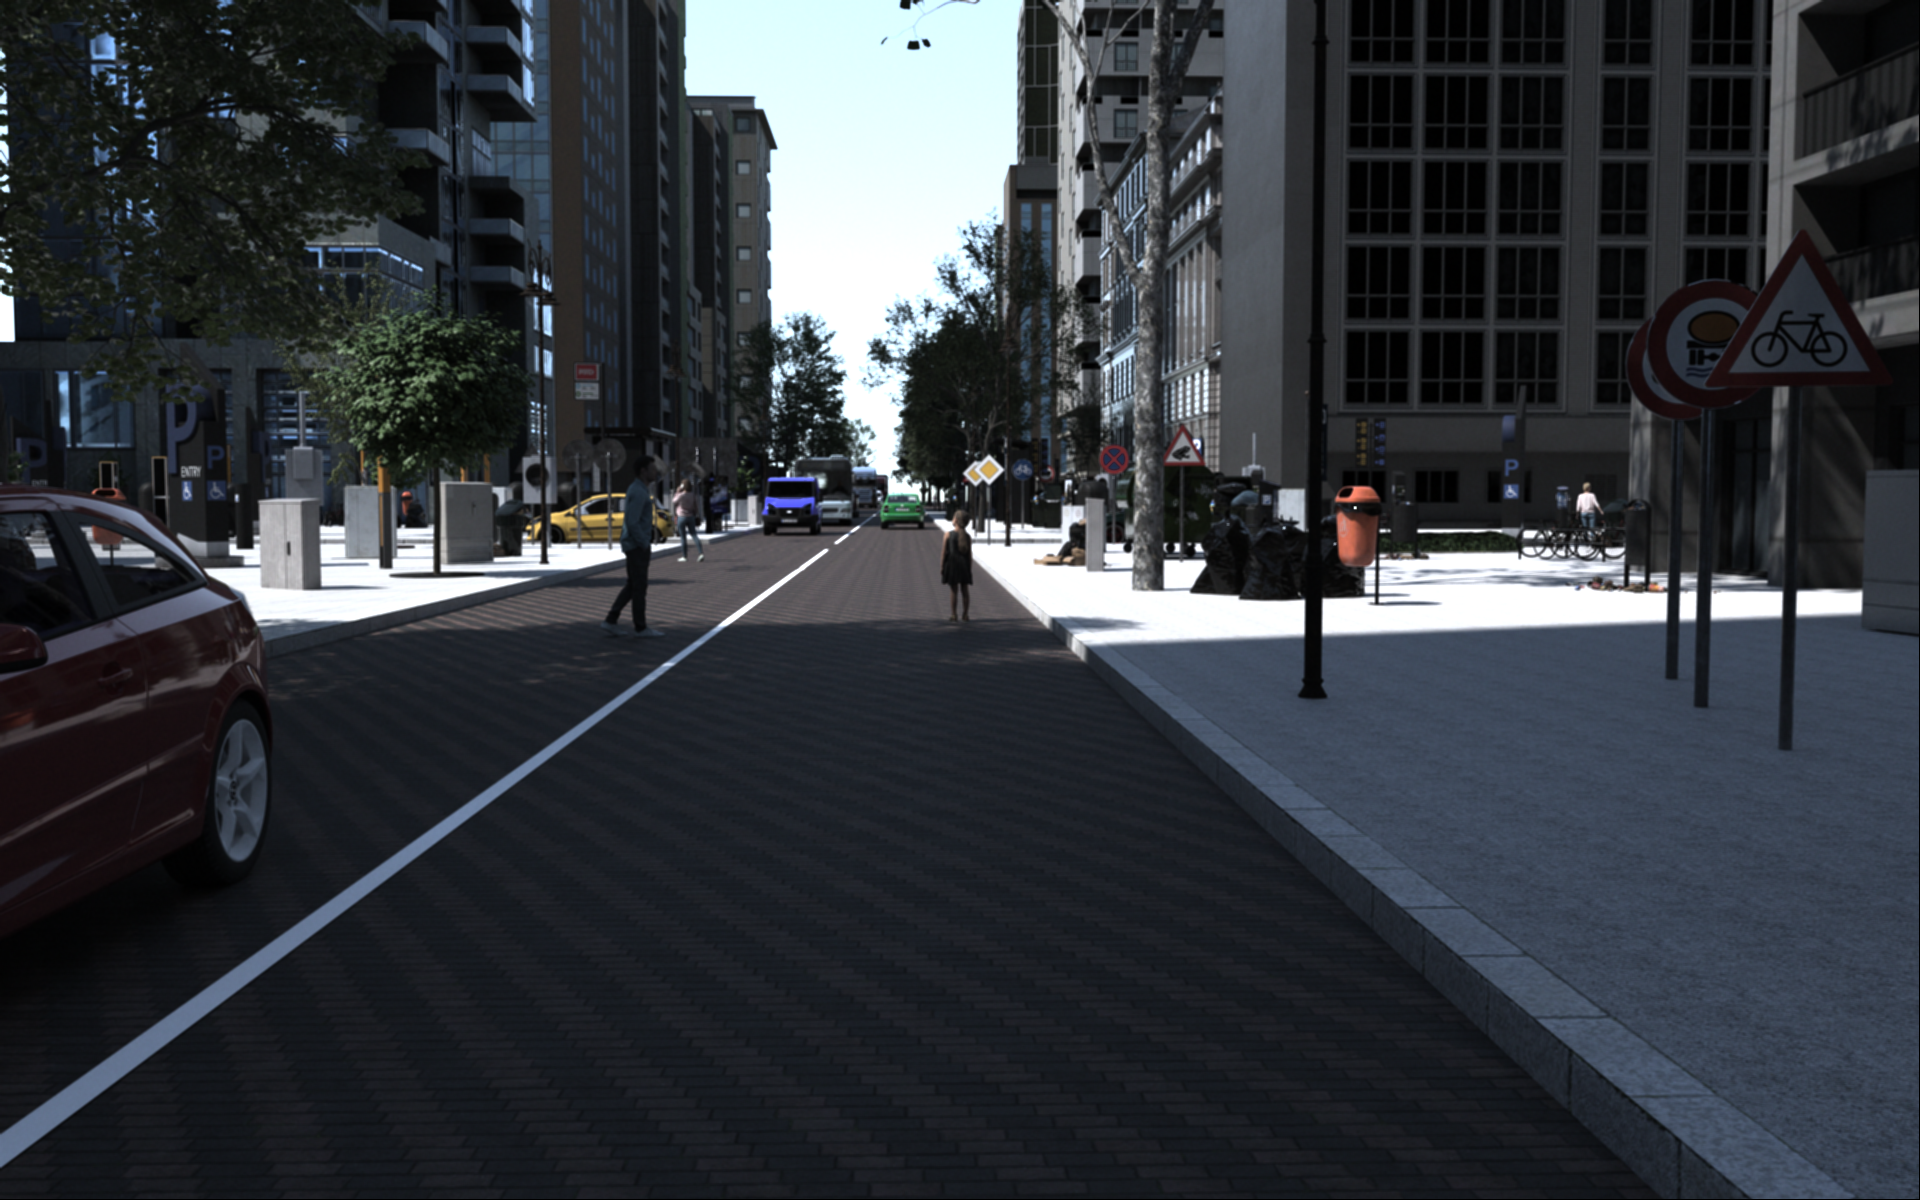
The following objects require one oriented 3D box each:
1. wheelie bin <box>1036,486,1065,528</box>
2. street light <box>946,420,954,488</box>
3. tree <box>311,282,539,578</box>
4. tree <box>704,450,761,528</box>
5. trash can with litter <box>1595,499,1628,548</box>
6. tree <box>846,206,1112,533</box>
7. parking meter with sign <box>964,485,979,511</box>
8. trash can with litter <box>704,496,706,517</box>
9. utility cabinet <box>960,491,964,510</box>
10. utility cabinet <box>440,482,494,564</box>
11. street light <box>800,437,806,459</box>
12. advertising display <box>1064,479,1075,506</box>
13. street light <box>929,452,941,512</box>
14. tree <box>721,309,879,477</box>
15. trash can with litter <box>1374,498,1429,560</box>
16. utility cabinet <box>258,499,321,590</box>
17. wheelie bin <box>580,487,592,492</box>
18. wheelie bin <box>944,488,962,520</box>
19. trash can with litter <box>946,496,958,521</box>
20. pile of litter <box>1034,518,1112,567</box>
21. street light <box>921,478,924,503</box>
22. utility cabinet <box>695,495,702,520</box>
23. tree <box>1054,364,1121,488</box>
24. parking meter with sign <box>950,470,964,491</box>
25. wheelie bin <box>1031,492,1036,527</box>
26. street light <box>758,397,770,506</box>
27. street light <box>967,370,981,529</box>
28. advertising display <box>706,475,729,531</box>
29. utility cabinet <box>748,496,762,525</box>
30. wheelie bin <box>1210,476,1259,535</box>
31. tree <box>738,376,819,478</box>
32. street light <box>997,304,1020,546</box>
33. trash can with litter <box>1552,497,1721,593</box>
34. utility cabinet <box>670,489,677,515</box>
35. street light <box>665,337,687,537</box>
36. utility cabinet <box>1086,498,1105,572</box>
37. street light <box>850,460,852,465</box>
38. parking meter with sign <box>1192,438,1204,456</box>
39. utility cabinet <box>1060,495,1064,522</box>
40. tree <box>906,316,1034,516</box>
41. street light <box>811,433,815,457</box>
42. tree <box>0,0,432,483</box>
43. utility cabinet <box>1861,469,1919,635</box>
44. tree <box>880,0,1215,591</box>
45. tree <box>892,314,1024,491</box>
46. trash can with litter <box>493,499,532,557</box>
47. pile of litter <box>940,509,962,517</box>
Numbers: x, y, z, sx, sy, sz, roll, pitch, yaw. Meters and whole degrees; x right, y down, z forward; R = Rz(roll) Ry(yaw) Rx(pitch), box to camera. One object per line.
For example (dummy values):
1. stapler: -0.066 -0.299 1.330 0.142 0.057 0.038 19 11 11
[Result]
1. wheelie bin: 3.438 -3.479 64.783 0.980 1.594 0.693 0 4 3
2. street light: -0.554 -7.438 94.403 0.468 5.910 1.993 0 4 -2
3. tree: -8.268 -2.646 26.979 4.285 4.588 4.351 0 3 0
4. tree: -9.069 -4.590 69.646 1.663 3.219 1.824 0 3 0
5. trash can with litter: 15.629 -1.839 41.458 0.624 1.170 1.055 3 5 45
6. tree: 0.660 -7.496 56.979 8.767 10.594 7.601 0 4 1
7. parking meter with sign: 1.301 -7.008 110.848 1.738 3.016 0.543 1 4 11
8. trash can with litter: -14.364 -5.135 95.348 1.055 1.170 0.624 2 4 32
9. utility cabinet: 0.000 -6.256 110.957 0.318 1.500 1.173 1 4 15
10. utility cabinet: -9.103 -1.417 31.840 0.318 1.500 1.173 2 4 29
11. street light: -10.396 -8.663 114.435 0.468 5.910 1.993 0 4 -2
12. advertising display: 4.591 -4.124 72.644 0.123 1.923 0.974 -1 4 -15
13. street light: -2.004 -10.134 138.485 0.468 5.910 1.993 0 4 -2
14. tree: -9.719 -10.459 96.758 9.928 11.665 9.643 0 3 0
15. trash can with litter: 8.357 -1.417 34.224 2.233 1.210 1.678 0 4 -2
16. utility cabinet: -9.071 -0.750 23.431 1.020 1.237 0.306 3 4 36
17. wheelie bin: -16.204 -3.995 73.224 0.980 1.594 0.693 1 4 11
18. wheelie bin: -0.340 -4.740 85.406 0.693 1.594 0.980 -2 4 -34
19. trash can with litter: -0.139 -4.265 81.122 1.055 1.170 0.624 1 4 22
20. pile of litter: 2.020 -1.058 31.258 1.176 0.858 1.719 -1 4 -21
21. street light: -4.034 -14.018 201.987 0.468 5.910 1.993 0 4 -2
22. utility cabinet: -12.907 -4.550 85.548 0.306 1.237 1.020 -1 4 -16
23. tree: 7.148 -9.103 99.193 4.360 8.622 3.978 0 3 0
24. parking meter with sign: 0.099 -7.972 126.596 1.738 3.016 0.543 0 4 6
25. wheelie bin: 3.096 -3.625 67.169 0.693 1.594 0.980 0 4 2
26. street light: -9.336 -6.731 82.837 0.468 5.910 1.993 0 4 -2
27. street light: 0.503 -5.496 62.643 0.468 5.910 1.993 0 4 -2
28. advertising display: -8.401 -3.345 59.911 0.123 1.923 0.974 3 4 38
29. utility cabinet: -8.608 -3.764 72.698 0.306 1.237 1.020 -2 4 -27
30. wheelie bin: 4.824 -1.378 30.435 0.980 1.594 0.693 2 4 25
31. tree: -11.441 -9.545 106.417 4.360 8.622 3.978 0 3 0
32. street light: 1.177 -4.253 42.328 0.468 5.910 1.993 0 4 -2
33. trash can with litter: 8.997 -0.748 23.292 1.678 1.210 2.233 -1 4 -9
34. utility cabinet: -17.377 -5.815 103.753 1.173 1.500 0.318 3 4 37
35. street light: -8.365 -4.800 51.268 0.468 5.910 1.993 0 4 -2
36. utility cabinet: 2.272 -1.096 29.075 0.306 1.237 1.020 0 4 3
37. street light: -13.395 -14.594 211.391 0.468 5.910 1.993 0 4 -2
38. parking meter with sign: 6.716 -3.531 53.989 1.738 3.016 0.543 -2 4 -27
39. utility cabinet: 4.981 -4.207 79.954 1.020 1.237 0.306 -1 4 -22
40. tree: 0.459 -10.649 99.864 9.928 11.665 9.643 0 3 0
41. street light: -10.808 -9.475 127.697 0.468 5.910 1.993 0 4 -2
42. tree: -8.099 -5.816 13.213 7.486 12.596 7.792 0 3 0
43. utility cabinet: 8.741 -0.433 15.762 0.318 1.500 1.173 0 4 -7
44. tree: 3.564 -10.253 23.527 12.611 20.169 13.585 0 3 0
45. tree: -0.195 -12.885 117.319 9.857 13.997 8.962 0 3 0
46. trash can with litter: -9.308 -1.472 35.449 0.624 1.170 1.055 1 4 22
47. pile of litter: -0.251 -5.151 98.175 1.719 0.858 1.176 2 4 33
